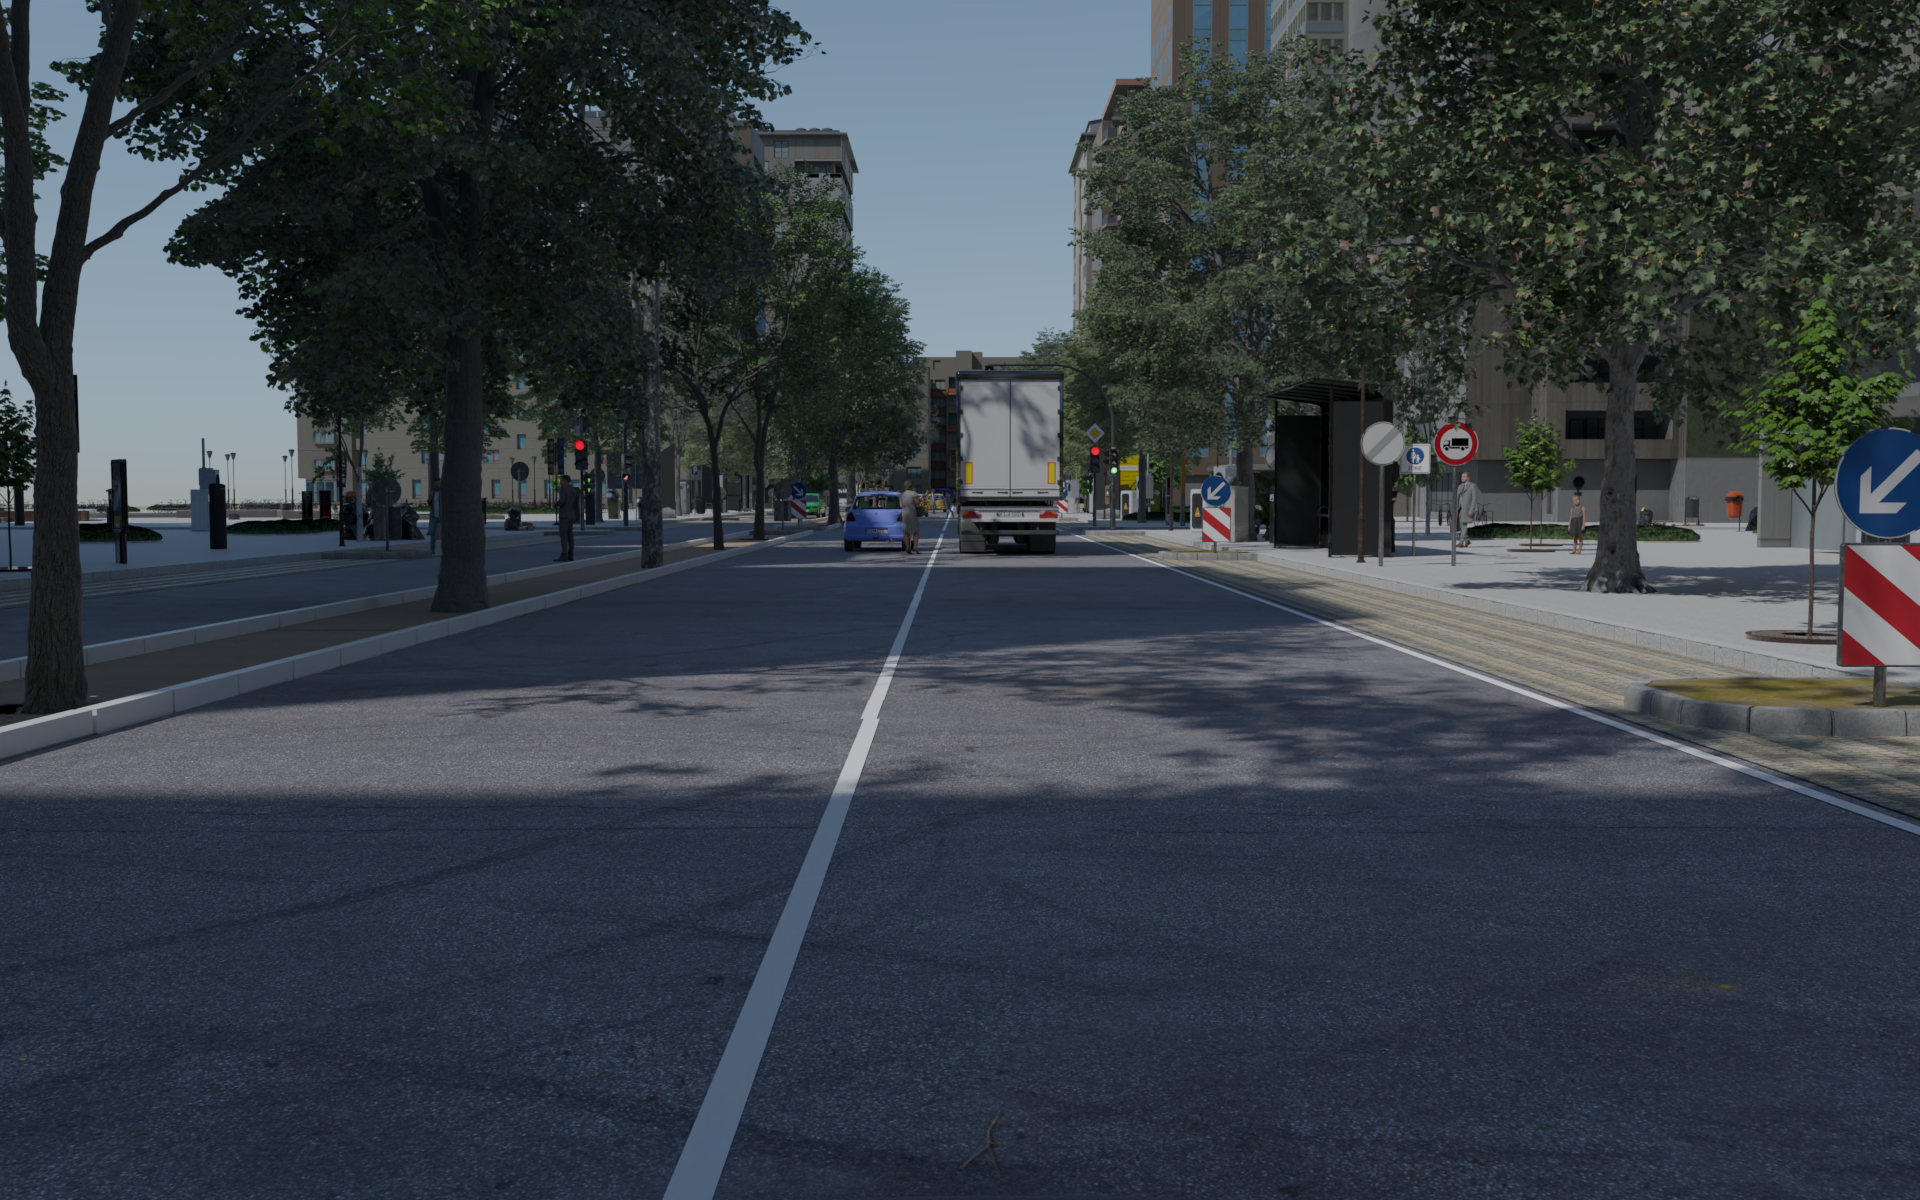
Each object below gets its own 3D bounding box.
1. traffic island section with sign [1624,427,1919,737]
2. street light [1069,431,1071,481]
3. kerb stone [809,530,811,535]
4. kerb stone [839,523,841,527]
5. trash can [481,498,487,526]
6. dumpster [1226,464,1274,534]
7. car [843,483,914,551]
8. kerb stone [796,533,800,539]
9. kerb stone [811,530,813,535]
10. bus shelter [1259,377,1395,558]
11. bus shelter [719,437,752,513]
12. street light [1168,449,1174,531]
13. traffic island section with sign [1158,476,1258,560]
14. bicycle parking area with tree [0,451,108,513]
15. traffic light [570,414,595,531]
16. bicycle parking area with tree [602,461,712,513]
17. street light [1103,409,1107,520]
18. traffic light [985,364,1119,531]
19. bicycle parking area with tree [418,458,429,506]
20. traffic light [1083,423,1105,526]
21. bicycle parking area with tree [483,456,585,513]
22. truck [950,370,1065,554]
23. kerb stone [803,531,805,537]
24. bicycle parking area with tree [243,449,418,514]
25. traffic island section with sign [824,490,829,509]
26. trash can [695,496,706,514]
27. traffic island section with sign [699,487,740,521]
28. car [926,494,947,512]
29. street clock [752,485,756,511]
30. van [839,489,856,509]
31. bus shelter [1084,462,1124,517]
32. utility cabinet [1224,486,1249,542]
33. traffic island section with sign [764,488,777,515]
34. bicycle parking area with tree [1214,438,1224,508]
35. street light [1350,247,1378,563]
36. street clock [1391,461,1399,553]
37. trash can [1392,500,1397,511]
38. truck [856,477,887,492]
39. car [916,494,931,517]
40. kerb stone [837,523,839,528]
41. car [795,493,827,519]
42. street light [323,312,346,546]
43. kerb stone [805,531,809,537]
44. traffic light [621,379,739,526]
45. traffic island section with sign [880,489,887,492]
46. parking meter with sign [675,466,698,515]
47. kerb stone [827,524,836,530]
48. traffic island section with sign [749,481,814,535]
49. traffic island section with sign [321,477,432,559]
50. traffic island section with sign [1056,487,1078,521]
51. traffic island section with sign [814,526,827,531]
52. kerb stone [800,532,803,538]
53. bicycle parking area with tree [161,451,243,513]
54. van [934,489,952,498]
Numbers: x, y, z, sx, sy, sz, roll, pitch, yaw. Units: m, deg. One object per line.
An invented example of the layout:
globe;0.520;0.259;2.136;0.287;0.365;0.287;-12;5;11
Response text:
traffic island section with sign;5.435;-0.151;11.103;1.989;1.847;2.006;0;3;0
street light;7.334;-8.705;115.119;0.468;5.910;1.993;0;3;0
kerb stone;-5.270;-2.252;59.012;0.120;0.150;1.000;0;3;0
kerb stone;-5.288;-3.162;73.914;0.120;0.150;1.000;0;3;0
trash can;-19.427;-3.562;69.886;0.748;1.137;0.748;0;3;0
dumpster;9.013;-3.167;54.272;1.502;2.255;1.985;0;3;0
car;-2.022;-2.138;44.543;1.945;1.707;3.694;0;4;1
kerb stone;-5.265;-2.001;54.907;0.120;0.150;1.000;0;3;0
kerb stone;-5.281;-2.308;60.034;0.120;0.150;1.000;0;3;0
bus shelter;7.951;-2.856;37.981;1.731;3.624;6.357;0;4;0
bus shelter;-16.136;-8.886;122.913;2.179;5.291;8.768;0;3;0
street light;7.372;-5.354;60.329;0.468;5.910;1.993;0;3;0
traffic island section with sign;5.405;-1.800;38.058;1.989;1.847;2.006;0;3;0
bicycle parking area with tree;-58.792;-7.680;112.563;9.016;4.147;8.231;1;4;10
traffic light;-13.228;-4.387;60.654;0.839;4.253;0.868;0;3;0
bicycle parking area with tree;-22.976;-8.812;131.078;8.231;4.147;9.016;-1;4;-9
street light;7.289;-6.998;87.197;0.468;5.910;1.993;0;3;0
traffic light;3.242;-5.253;60.547;4.771;5.953;1.251;0;3;0
bicycle parking area with tree;-43.667;-9.190;137.253;9.016;4.147;8.231;2;4;29
traffic light;5.324;-4.878;68.676;0.839;4.253;0.868;0;3;0
bicycle parking area with tree;-33.638;-8.995;134.063;9.016;4.147;8.231;-1;4;-19
truck;1.132;-3.424;44.896;2.839;4.237;11.283;0;3;0
kerb stone;-5.273;-2.126;56.955;0.120;0.150;1.000;0;3;0
bicycle parking area with tree;-41.091;-7.693;112.790;8.231;4.147;9.016;-3;4;-36
traffic island section with sign;-13.064;-9.905;170.572;1.989;1.847;2.006;0;3;0
trash can;-16.580;-6.056;110.671;0.748;1.137;0.748;0;3;0
traffic island section with sign;-12.977;-5.204;93.706;1.989;1.847;2.006;0;3;0
car;-1.936;-7.749;136.925;2.015;1.641;3.980;0;4;-2
street clock;-15.959;-7.932;134.252;0.471;2.002;0.358;1;4;19
van;-9.394;-8.201;141.099;2.013;2.044;4.112;0;4;0
bus shelter;7.934;-6.138;94.282;2.014;3.302;5.546;0;3;0
utility cabinet;7.358;-2.285;46.037;0.318;1.500;1.173;2;4;27
traffic island section with sign;-13.018;-6.852;120.661;1.989;1.847;2.006;0;3;0
bicycle parking area with tree;15.886;-6.235;88.950;8.231;4.147;9.016;1;4;20
street light;7.494;-3.633;32.196;0.468;5.910;1.993;0;3;0
street clock;9.443;-2.044;37.994;0.358;2.002;0.471;2;4;32
trash can;9.497;-1.685;39.210;0.748;1.137;0.748;0;3;0
truck;-9.886;-12.148;194.548;3.469;3.379;9.791;0;4;-2
car;-2.807;-5.991;108.180;2.015;1.641;3.980;0;4;-1
kerb stone;-5.279;-3.100;72.888;0.120;0.150;1.000;0;3;0
car;-8.874;-5.668;101.469;1.959;1.807;4.718;0;4;2
street light;-15.222;-4.263;42.482;0.468;5.910;1.993;0;3;0
kerb stone;-5.260;-2.189;57.987;0.120;0.150;1.000;0;3;0
traffic light;-11.145;-5.750;68.676;4.771;5.953;1.251;0;3;0
traffic island section with sign;-6.412;-8.284;143.576;2.006;1.907;1.989;0;3;0
parking meter with sign;-17.087;-6.780;107.111;1.738;3.016;0.543;2;4;26
kerb stone;-5.290;-2.975;70.843;0.120;0.150;1.000;0;3;0
traffic island section with sign;-6.319;-3.235;61.030;2.006;1.907;1.989;0;3;0
traffic island section with sign;-12.916;-1.835;38.630;1.989;1.847;2.006;0;3;0
traffic island section with sign;5.346;-5.184;93.388;1.989;1.847;2.006;0;3;0
traffic island section with sign;-6.318;-3.688;68.437;2.006;1.907;1.989;0;3;0
kerb stone;-5.266;-2.063;55.933;0.120;0.150;1.000;0;3;0
bicycle parking area with tree;-50.133;-7.973;117.355;9.016;4.147;8.231;0;4;7
van;-2.039;-11.903;198.995;2.240;2.365;5.245;0;4;0
